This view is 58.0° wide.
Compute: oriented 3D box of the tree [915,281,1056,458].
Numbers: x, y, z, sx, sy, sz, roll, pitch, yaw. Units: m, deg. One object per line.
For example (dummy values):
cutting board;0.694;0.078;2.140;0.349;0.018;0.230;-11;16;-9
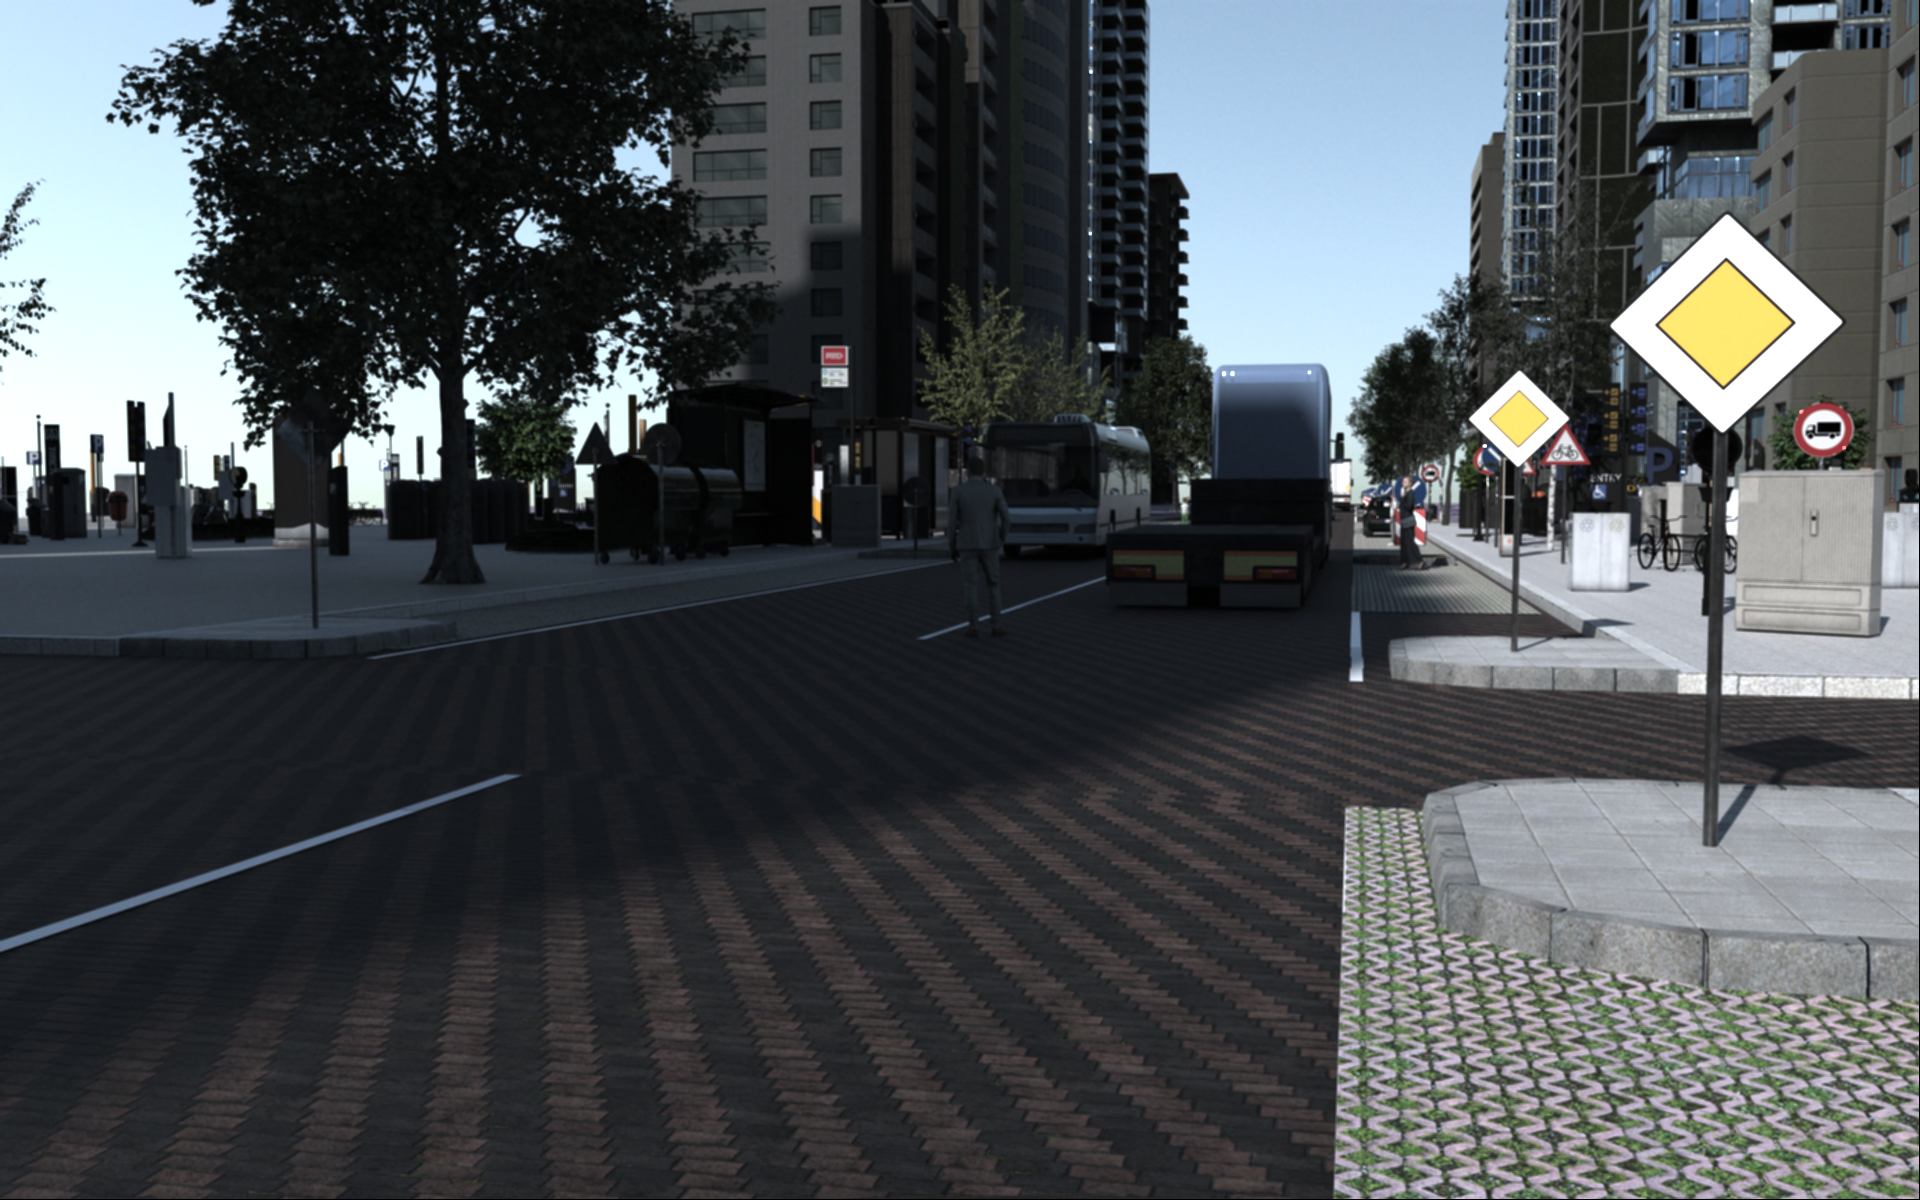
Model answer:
tree;0.624;-6.660;59.261;4.737;8.622;4.395;0;3;0

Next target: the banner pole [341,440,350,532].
banner pole;-21.024;-4.224;59.074;0.401;3.779;0.863;-1;4;-12

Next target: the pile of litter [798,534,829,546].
pile of litter;-3.912;-1.830;43.889;1.176;0.858;1.719;0;4;5

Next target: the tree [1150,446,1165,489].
tree;11.028;-7.458;105.658;4.285;4.588;4.351;0;3;0

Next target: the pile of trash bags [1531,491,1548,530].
pile of trash bags;21.111;-3.143;61.143;1.912;1.369;3.447;3;5;44

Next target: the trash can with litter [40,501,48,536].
trash can with litter;-28.095;-2.552;53.115;1.055;1.170;0.624;1;4;20

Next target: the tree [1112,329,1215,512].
tree;15.029;-12.485;121.137;9.611;12.733;9.660;0;3;0

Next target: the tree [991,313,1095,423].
tree;3.048;-7.329;70.199;4.360;8.622;3.978;0;3;0

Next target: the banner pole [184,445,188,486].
banner pole;-39.815;-6.061;89.117;0.401;3.779;0.863;-2;4;-30

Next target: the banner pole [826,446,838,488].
banner pole;-6.594;-6.107;89.862;0.863;3.779;0.401;2;4;29

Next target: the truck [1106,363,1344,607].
truck;5.107;-2.478;30.278;2.967;4.110;18.799;1;4;13

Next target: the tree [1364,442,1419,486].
tree;56.653;-18.843;226.203;7.486;12.596;7.792;0;3;0

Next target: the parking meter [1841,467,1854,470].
parking meter;19.089;-1.944;37.490;0.399;1.863;0.255;0;4;6

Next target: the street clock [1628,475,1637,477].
street clock;26.197;-3.850;67.517;0.358;2.002;0.471;-2;4;-29

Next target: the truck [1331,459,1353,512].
truck;31.137;-9.453;143.466;2.839;4.237;11.283;1;4;12

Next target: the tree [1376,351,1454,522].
tree;22.088;-7.938;80.156;4.360;8.622;3.978;0;3;0

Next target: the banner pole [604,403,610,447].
banner pole;-9.749;-3.537;47.847;0.401;3.779;0.863;-1;4;-21

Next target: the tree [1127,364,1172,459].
tree;9.739;-9.077;98.766;4.737;8.622;4.395;0;3;0

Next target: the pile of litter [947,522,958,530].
pile of litter;-0.748;-2.949;62.184;1.719;0.858;1.176;-1;4;-9

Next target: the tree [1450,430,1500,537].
tree;15.559;-3.534;52.385;1.663;3.219;1.824;0;3;0

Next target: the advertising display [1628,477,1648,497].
advertising display;25.196;-3.635;64.648;0.974;1.923;0.123;-1;4;-11

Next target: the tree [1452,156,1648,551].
tree;13.277;-5.406;38.743;4.360;8.622;3.978;0;3;0

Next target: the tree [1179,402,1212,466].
tree;24.064;-14.532;163.361;9.928;11.665;9.643;0;3;0

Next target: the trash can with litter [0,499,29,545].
trash can with litter;-24.227;-2.008;44.221;1.055;1.170;0.624;1;4;22

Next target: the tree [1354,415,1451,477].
tree;44.357;-16.058;172.925;12.009;13.543;11.850;0;3;0

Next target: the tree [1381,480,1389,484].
tree;52.629;-13.491;215.171;1.663;3.219;1.824;0;3;0

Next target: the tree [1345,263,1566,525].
tree;20.119;-8.322;70.479;8.767;10.594;7.601;-3;4;-38

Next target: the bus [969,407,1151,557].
bus;2.794;-2.914;42.503;2.948;3.499;13.247;1;4;11

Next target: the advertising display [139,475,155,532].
advertising display;-26.811;-3.207;57.655;0.974;1.923;0.123;-1;4;-23

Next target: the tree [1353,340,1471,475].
tree;30.310;-11.648;116.203;9.928;11.665;9.643;0;3;0

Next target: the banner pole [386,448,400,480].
banner pole;-31.090;-6.414;94.893;0.863;3.779;0.401;0;4;-3

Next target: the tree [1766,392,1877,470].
tree;27.650;-4.398;55.628;4.285;4.588;4.351;0;3;0

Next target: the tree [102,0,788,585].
tree;-7.309;-6.591;24.772;9.611;12.733;9.660;0;3;0

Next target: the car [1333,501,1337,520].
car;19.268;-5.109;93.318;2.009;1.686;4.222;1;4;15

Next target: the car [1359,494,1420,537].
car;14.446;-2.956;58.118;2.009;1.686;4.222;1;4;11

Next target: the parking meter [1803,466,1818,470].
parking meter;17.750;-1.853;36.013;0.399;1.863;0.255;0;4;7

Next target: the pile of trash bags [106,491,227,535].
pile of trash bags;-25.087;-2.756;54.806;3.447;1.369;1.912;-2;4;-33

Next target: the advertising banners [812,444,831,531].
advertising banners;-4.516;-3.868;59.437;2.074;3.025;0.090;1;4;15

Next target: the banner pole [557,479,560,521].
banner pole;-17.586;-5.246;75.796;0.401;3.779;0.863;0;4;-5

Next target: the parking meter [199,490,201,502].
parking meter;-38.347;-4.813;87.101;0.372;1.533;0.369;0;3;0

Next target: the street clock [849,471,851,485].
street clock;-3.487;-3.037;54.221;0.358;2.002;0.471;-1;4;-9

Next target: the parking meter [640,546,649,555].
parking meter;-6.655;-1.897;36.734;0.255;1.863;0.399;-1;4;-9

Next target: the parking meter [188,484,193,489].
parking meter;-44.998;-5.851;101.370;0.255;1.863;0.399;-2;4;-25

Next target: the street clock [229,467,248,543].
street clock;-19.014;-2.514;45.682;0.471;2.002;0.358;2;4;33

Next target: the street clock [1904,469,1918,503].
street clock;27.362;-2.770;49.863;0.358;2.002;0.471;1;4;16

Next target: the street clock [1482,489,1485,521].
street clock;25.019;-4.799;83.027;0.471;2.002;0.358;-1;4;-10

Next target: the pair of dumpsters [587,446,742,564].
pair of dumpsters;-5.677;-1.901;33.577;1.574;2.255;4.437;1;4;13

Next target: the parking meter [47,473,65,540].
parking meter;-25.140;-2.597;48.169;0.399;1.863;0.255;3;4;36

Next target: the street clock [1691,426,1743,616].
street clock;7.944;-0.835;18.222;0.471;2.002;0.358;2;4;31

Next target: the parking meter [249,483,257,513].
parking meter;-36.522;-5.124;89.480;0.255;1.863;0.399;-3;5;-42

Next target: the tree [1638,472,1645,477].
tree;32.637;-5.321;81.594;1.663;3.219;1.824;0;3;0

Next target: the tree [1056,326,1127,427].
tree;4.690;-7.733;76.800;4.737;8.622;4.395;0;3;0

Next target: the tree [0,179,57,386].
tree;-18.670;-4.922;30.833;4.737;8.622;4.395;0;3;0

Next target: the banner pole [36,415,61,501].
banner pole;-28.806;-3.956;54.700;0.863;3.779;0.401;0;4;-5

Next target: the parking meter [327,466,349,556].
parking meter;-12.987;-1.863;36.165;0.399;1.863;0.255;2;4;33

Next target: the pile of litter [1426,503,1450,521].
pile of litter;22.692;-4.176;82.237;1.719;0.858;1.176;-2;4;-31

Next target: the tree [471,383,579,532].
tree;-12.578;-4.051;49.948;4.285;4.588;4.351;0;3;0
